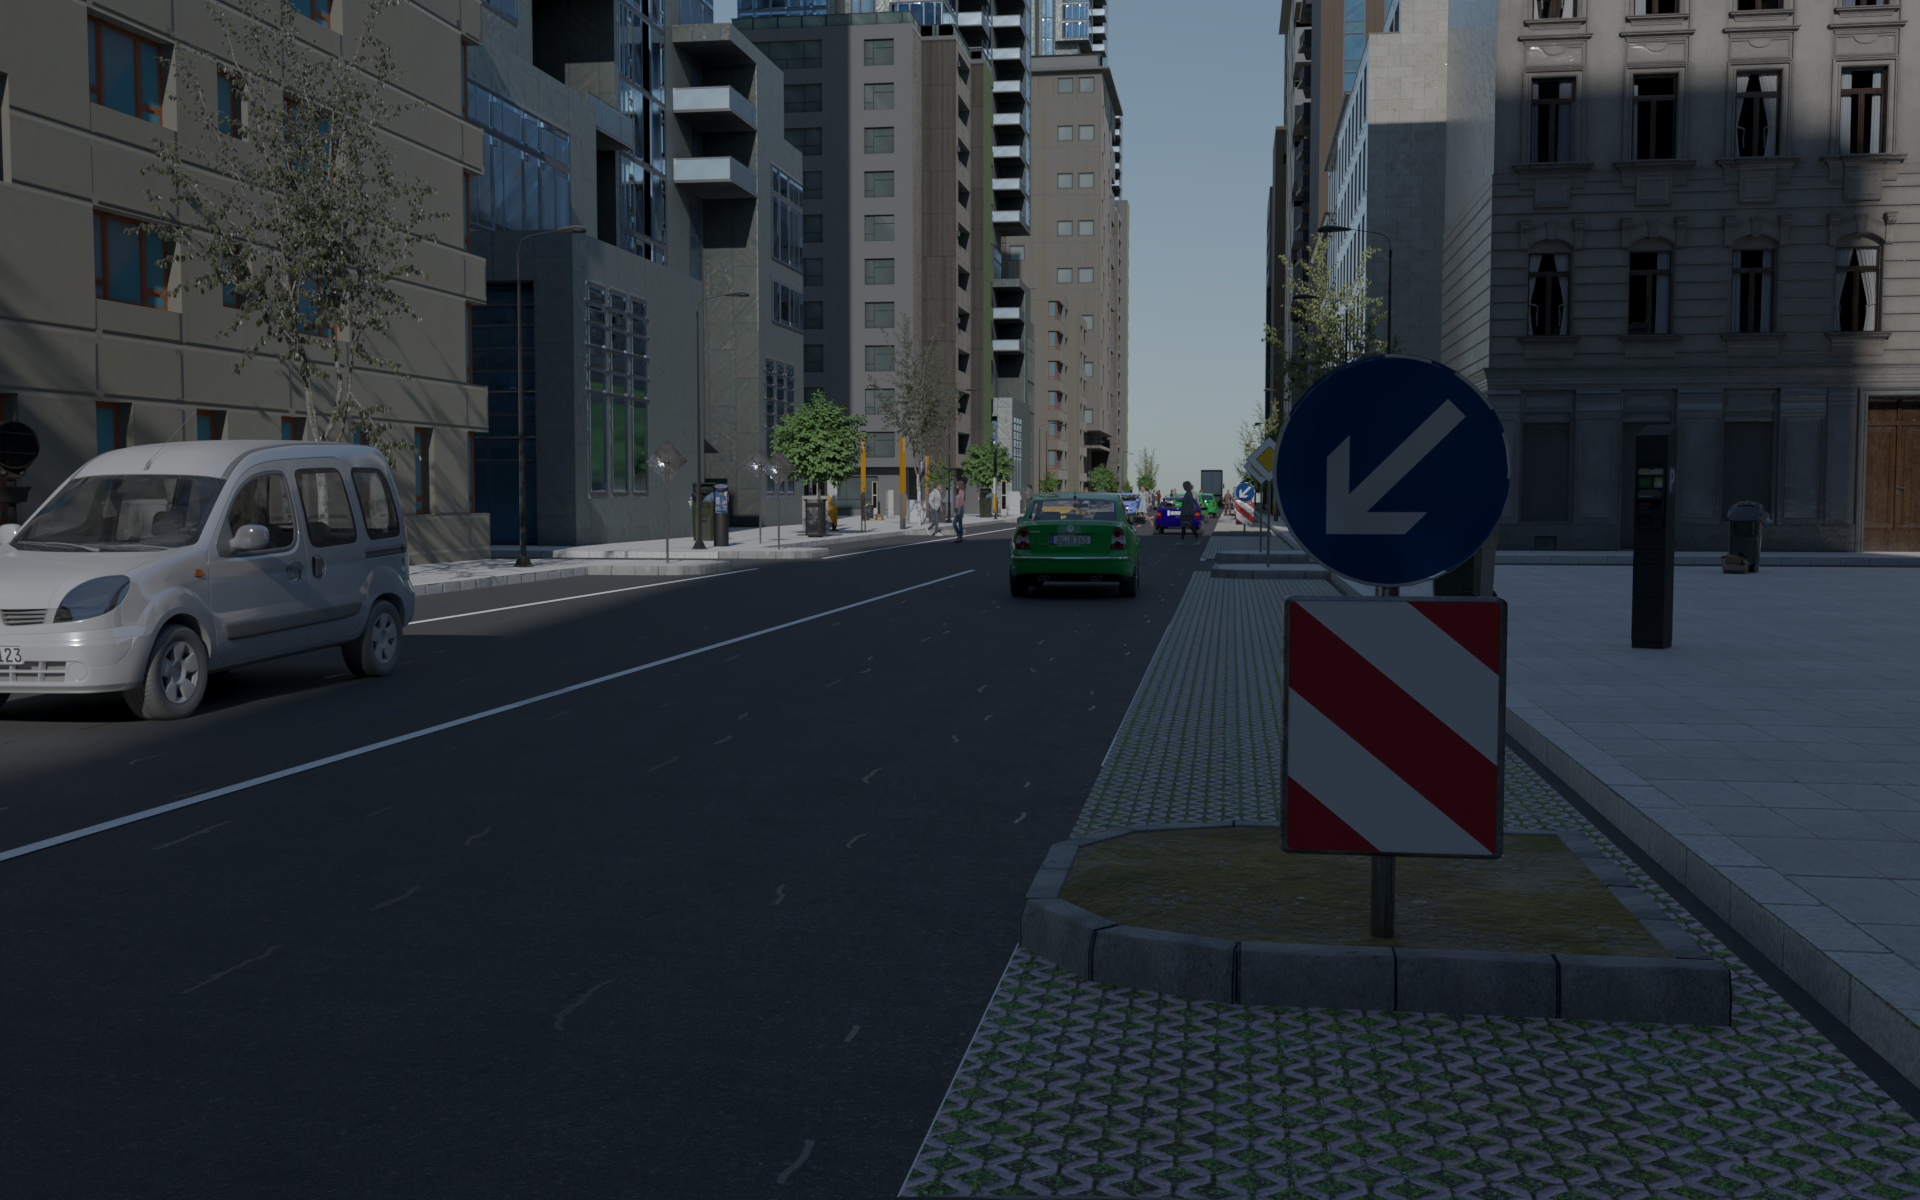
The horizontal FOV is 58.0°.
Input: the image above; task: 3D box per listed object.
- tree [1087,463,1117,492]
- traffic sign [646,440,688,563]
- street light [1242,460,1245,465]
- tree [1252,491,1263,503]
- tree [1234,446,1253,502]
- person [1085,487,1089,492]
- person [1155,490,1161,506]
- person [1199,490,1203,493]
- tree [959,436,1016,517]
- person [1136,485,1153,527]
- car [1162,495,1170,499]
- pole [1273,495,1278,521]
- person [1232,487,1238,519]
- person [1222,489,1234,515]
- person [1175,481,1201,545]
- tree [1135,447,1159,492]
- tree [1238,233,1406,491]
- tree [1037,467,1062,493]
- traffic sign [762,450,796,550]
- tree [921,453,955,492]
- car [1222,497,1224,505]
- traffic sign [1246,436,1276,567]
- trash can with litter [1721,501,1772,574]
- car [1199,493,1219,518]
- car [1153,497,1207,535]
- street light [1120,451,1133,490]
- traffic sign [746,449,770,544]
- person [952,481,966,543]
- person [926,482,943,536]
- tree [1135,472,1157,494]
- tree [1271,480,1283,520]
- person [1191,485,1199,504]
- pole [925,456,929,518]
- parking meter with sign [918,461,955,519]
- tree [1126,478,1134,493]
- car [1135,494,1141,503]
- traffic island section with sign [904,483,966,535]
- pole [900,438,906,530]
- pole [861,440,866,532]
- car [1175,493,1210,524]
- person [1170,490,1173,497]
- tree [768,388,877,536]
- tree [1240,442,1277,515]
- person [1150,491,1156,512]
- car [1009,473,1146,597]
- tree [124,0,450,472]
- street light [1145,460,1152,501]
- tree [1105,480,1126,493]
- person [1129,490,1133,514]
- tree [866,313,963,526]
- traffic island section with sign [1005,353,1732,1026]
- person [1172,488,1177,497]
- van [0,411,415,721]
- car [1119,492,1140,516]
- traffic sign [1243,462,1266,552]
[{"bbox_3d":[14.841,-12.124,181.943,4.285,4.588,4.351,0,3,0],"label":"tree"},{"bbox_3d":[-5.410,-1.734,31.999,0.795,2.450,0.064,1,4,9],"label":"traffic sign"},{"bbox_3d":[33.192,-13.793,198.061,1.470,5.913,1.316,1,4,9],"label":"street light"},{"bbox_3d":[44.057,-16.220,259.798,1.663,3.219,1.824,0,3,0],"label":"tree"},{"bbox_3d":[43.825,-19.157,263.582,4.360,8.622,3.978,0,3,0],"label":"tree"},{"bbox_3d":[7.182,-5.440,97.545,0.778,1.811,0.616,3,4,37],"label":"person"},{"bbox_3d":[19.023,-9.633,165.931,0.705,1.831,1.348,2,4,27],"label":"person"},{"bbox_3d":[16.980,-6.851,121.297,0.721,1.735,1.217,1,4,22],"label":"person"},{"bbox_3d":[1.594,-6.948,97.308,4.285,4.588,4.351,0,3,0],"label":"tree"},{"bbox_3d":[7.946,-4.046,74.746,0.778,1.811,0.616,-1,4,-15],"label":"person"},{"bbox_3d":[25.891,-12.290,213.523,1.945,1.354,3.894,1,4,8],"label":"car"},{"bbox_3d":[14.816,-5.341,81.168,0.158,3.312,0.155,0,3,0],"label":"pole"},{"bbox_3d":[16.006,-5.635,100.437,0.447,1.846,0.655,-1,4,-22],"label":"person"},{"bbox_3d":[18.765,-6.853,121.092,0.434,1.755,0.990,-3,5,-40],"label":"person"},{"bbox_3d":[6.390,-2.428,48.376,0.728,1.800,0.709,0,4,-4],"label":"person"},{"bbox_3d":[28.763,-19.238,264.903,4.737,8.622,4.395,0,3,0],"label":"tree"},{"bbox_3d":[10.511,-5.997,48.408,4.737,8.622,4.395,0,3,0],"label":"tree"},{"bbox_3d":[6.310,-7.951,124.593,1.663,3.219,1.824,0,3,0],"label":"tree"},{"bbox_3d":[-4.174,-2.217,39.889,0.795,2.450,0.064,1,4,9],"label":"traffic sign"},{"bbox_3d":[-1.040,-5.309,81.396,1.663,3.219,1.824,0,3,0],"label":"tree"},{"bbox_3d":[33.053,-12.937,223.519,2.014,1.417,4.499,0,4,7],"label":"car"},{"bbox_3d":[5.399,-1.630,30.291,0.795,2.450,0.064,1,4,9],"label":"traffic sign"},{"bbox_3d":[12.737,-1.022,28.094,0.624,1.170,1.055,2,4,34],"label":"trash can with litter"},{"bbox_3d":[14.732,-5.890,105.095,1.959,1.807,4.718,0,4,8],"label":"car"},{"bbox_3d":[7.855,-3.019,61.947,1.945,1.354,3.894,1,4,9],"label":"car"},{"bbox_3d":[19.073,-13.772,197.720,1.470,5.913,1.316,1,4,9],"label":"street light"},{"bbox_3d":[-5.175,-2.672,44.871,0.795,2.450,0.064,1,4,13],"label":"traffic sign"},{"bbox_3d":[-0.030,-2.612,51.217,0.388,1.821,0.555,-1,4,-16],"label":"person"},{"bbox_3d":[-0.895,-3.129,59.508,0.795,1.843,0.661,2,4,29],"label":"person"},{"bbox_3d":[27.097,-16.478,253.125,4.285,4.588,4.351,0,3,0],"label":"tree"},{"bbox_3d":[16.598,-5.634,86.724,1.663,3.219,1.824,0,3,0],"label":"tree"},{"bbox_3d":[9.609,-3.884,72.120,0.709,1.813,0.853,-2,4,-27],"label":"person"},{"bbox_3d":[-1.748,-6.028,92.393,0.158,3.312,0.155,0,3,0],"label":"pole"},{"bbox_3d":[-1.285,-5.799,91.075,1.738,3.016,0.543,2,4,26],"label":"parking meter with sign"},{"bbox_3d":[20.095,-13.005,207.236,1.663,3.219,1.824,0,3,0],"label":"tree"},{"bbox_3d":[18.370,-10.571,182.619,2.009,1.686,4.222,1,4,9],"label":"car"},{"bbox_3d":[-0.828,-3.229,61.416,1.989,1.847,2.006,1,4,9],"label":"traffic island section with sign"},{"bbox_3d":[-2.070,-4.207,62.622,0.158,3.312,0.155,0,3,0],"label":"pole"},{"bbox_3d":[-3.243,-3.933,58.150,0.158,3.312,0.155,0,3,0],"label":"pole"},{"bbox_3d":[11.320,-4.688,85.444,1.959,1.807,4.718,1,4,10],"label":"car"},{"bbox_3d":[18.653,-8.796,152.335,0.705,1.821,1.348,0,4,6],"label":"person"},{"bbox_3d":[-4.271,-4.281,53.700,4.285,4.588,4.351,0,3,0],"label":"tree"},{"bbox_3d":[19.866,-7.643,108.673,4.285,4.588,4.351,0,3,0],"label":"tree"},{"bbox_3d":[15.688,-8.014,140.444,0.530,1.710,0.541,0,4,-5],"label":"person"},{"bbox_3d":[1.758,-1.026,25.578,1.959,1.807,4.718,0,4,7],"label":"car"},{"bbox_3d":[-8.849,-4.479,23.601,4.360,8.622,3.978,0,3,0],"label":"tree"},{"bbox_3d":[24.774,-16.005,234.214,1.470,5.913,1.316,1,4,9],"label":"street light"},{"bbox_3d":[16.380,-11.676,185.503,1.663,3.219,1.824,0,3,0],"label":"tree"},{"bbox_3d":[12.234,-6.949,122.831,0.721,1.735,1.217,1,4,10],"label":"person"},{"bbox_3d":[-1.670,-7.294,69.615,4.360,8.622,3.978,0,3,0],"label":"tree"},{"bbox_3d":[1.237,0.178,5.710,1.989,1.847,2.006,1,4,9],"label":"traffic island section with sign"},{"bbox_3d":[13.149,-5.973,106.560,0.834,1.777,0.661,1,4,22],"label":"person"},{"bbox_3d":[-5.530,-0.327,12.365,2.013,2.044,4.112,1,4,10],"label":"van"},{"bbox_3d":[11.145,-6.537,116.466,1.945,1.707,3.694,1,4,11],"label":"car"},{"bbox_3d":[6.636,-2.112,38.180,0.795,2.450,0.064,1,4,9],"label":"traffic sign"}]
